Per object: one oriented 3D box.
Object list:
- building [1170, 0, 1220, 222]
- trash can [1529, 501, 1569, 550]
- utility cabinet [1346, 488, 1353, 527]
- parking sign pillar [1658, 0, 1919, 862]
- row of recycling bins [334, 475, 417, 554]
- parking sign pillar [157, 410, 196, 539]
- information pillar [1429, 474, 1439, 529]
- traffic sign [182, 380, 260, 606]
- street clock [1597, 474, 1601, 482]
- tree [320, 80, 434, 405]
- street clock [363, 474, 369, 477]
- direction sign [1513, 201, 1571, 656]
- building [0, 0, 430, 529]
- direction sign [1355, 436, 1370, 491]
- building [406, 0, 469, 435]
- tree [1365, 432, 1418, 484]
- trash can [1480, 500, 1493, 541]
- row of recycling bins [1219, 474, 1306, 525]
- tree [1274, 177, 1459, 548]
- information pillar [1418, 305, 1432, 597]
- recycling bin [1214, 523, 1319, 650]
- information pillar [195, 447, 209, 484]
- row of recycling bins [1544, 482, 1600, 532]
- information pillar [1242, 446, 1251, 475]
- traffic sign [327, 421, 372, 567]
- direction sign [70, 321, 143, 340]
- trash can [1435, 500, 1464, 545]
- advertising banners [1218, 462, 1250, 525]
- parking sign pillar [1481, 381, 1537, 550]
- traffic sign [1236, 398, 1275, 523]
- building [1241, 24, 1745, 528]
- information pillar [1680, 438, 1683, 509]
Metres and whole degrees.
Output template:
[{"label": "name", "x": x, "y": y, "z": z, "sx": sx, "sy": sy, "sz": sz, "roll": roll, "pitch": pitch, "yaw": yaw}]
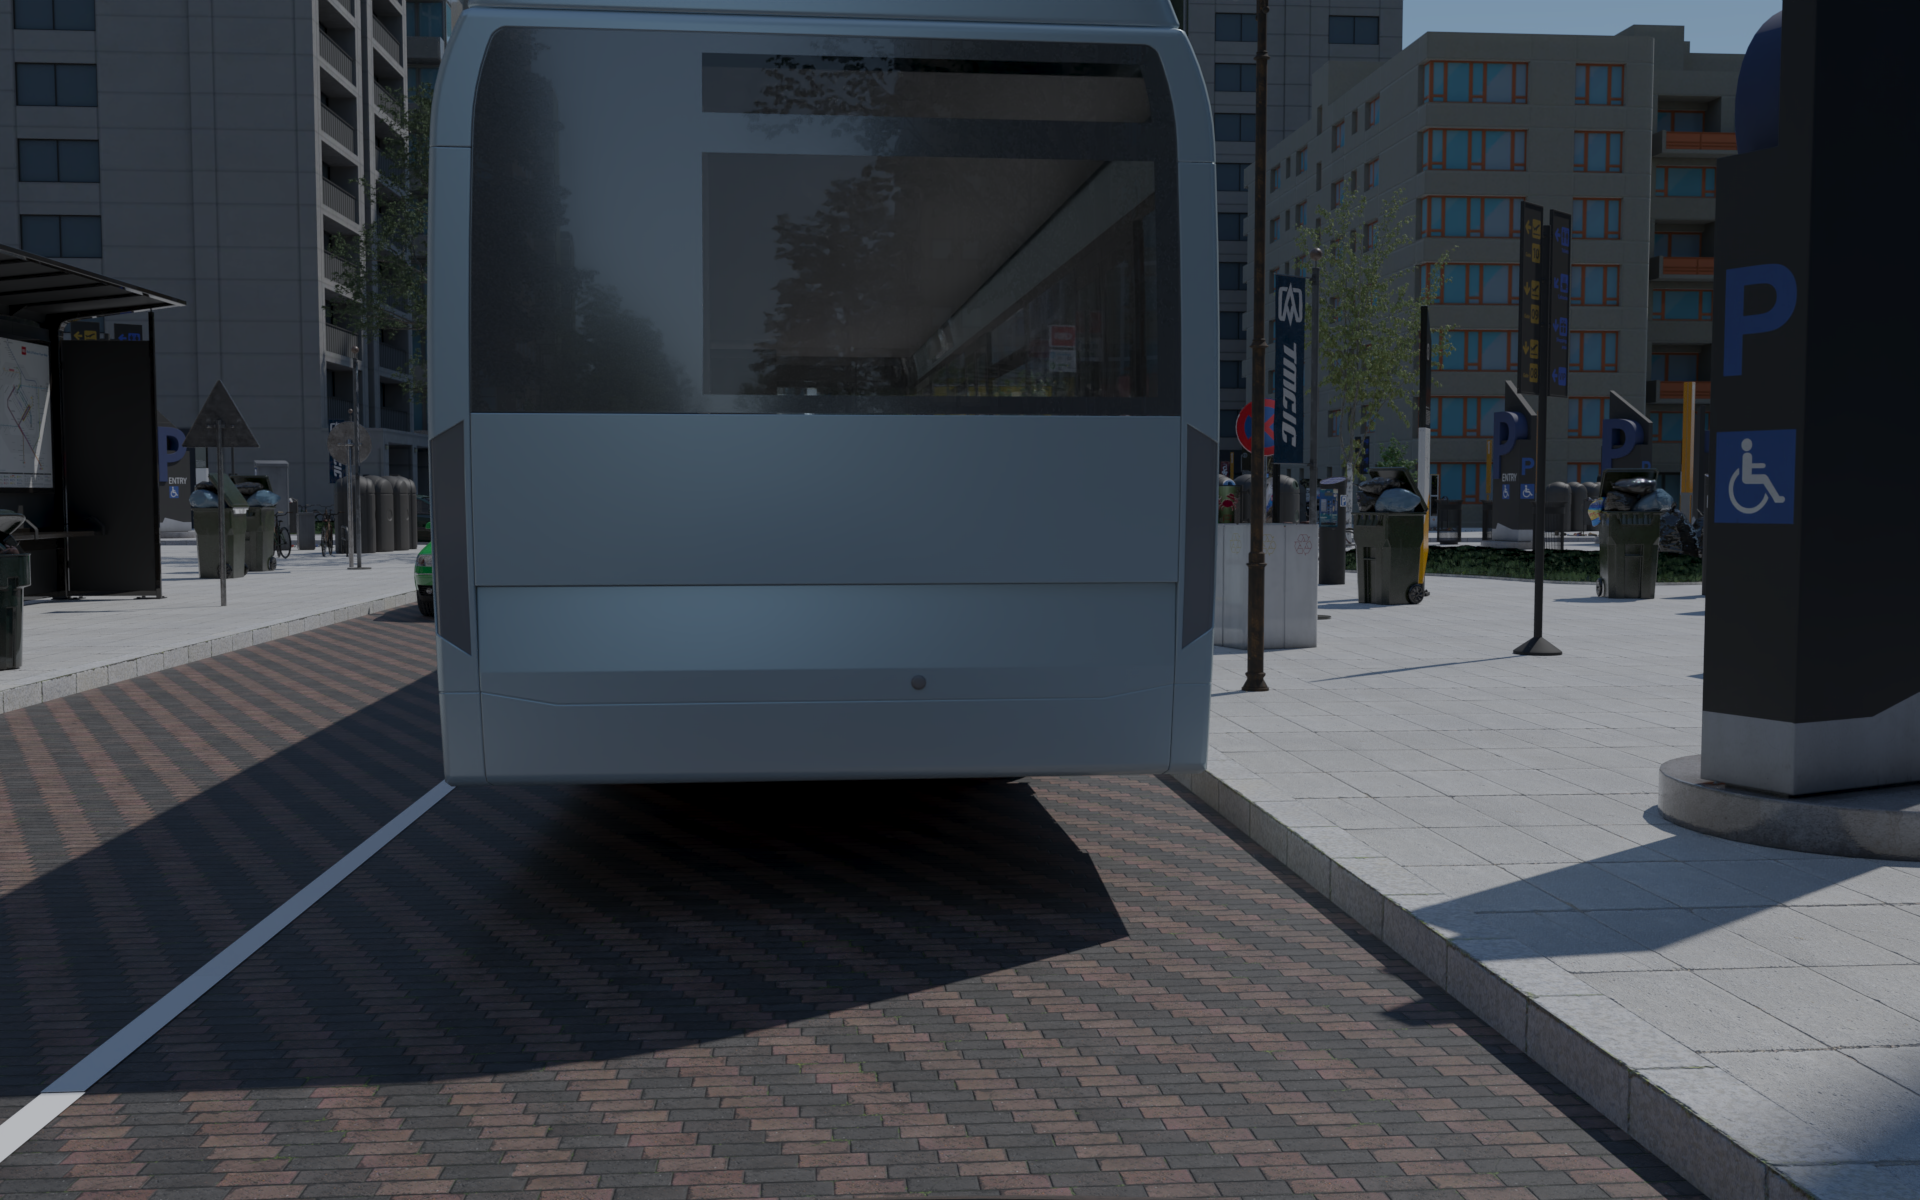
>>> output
[{"label": "building", "x": 13.450, "y": -40.754, "z": 104.579, "sx": 20.563, "sy": 71.187, "sz": 20.611, "roll": 0, "pitch": 4, "yaw": -5}, {"label": "trash can", "x": 11.798, "y": -1.411, "z": 34.725, "sx": 0.748, "sy": 1.137, "sz": 0.748, "roll": 0, "pitch": 3, "yaw": 0}, {"label": "utility cabinet", "x": 14.586, "y": -3.483, "z": 65.625, "sx": 0.318, "sy": 1.500, "sz": 1.173, "roll": 2, "pitch": 4, "yaw": 25}, {"label": "parking sign pillar", "x": 3.493, "y": -1.110, "z": 6.616, "sx": 1.447, "sy": 3.967, "sz": 1.447, "roll": -2, "pitch": 4, "yaw": -27}, {"label": "row of recycling bins", "x": -13.040, "y": -1.943, "z": 38.881, "sx": 1.069, "sy": 1.692, "sz": 3.534, "roll": 0, "pitch": 4, "yaw": 1}, {"label": "parking sign pillar", "x": -23.053, "y": -3.787, "z": 50.396, "sx": 1.447, "sy": 3.967, "sz": 1.447, "roll": 1, "pitch": 4, "yaw": 20}, {"label": "information pillar", "x": 17.641, "y": -3.665, "z": 64.421, "sx": 0.304, "sy": 2.012, "sz": 0.304, "roll": 1, "pitch": 4, "yaw": 18}, {"label": "traffic sign", "x": -8.431, "y": -1.208, "z": 19.758, "sx": 0.884, "sy": 2.594, "sz": 0.081, "roll": 0, "pitch": 4, "yaw": 0}, {"label": "street clock", "x": 23.574, "y": -3.611, "z": 63.614, "sx": 0.358, "sy": 2.002, "sz": 0.471, "roll": 3, "pitch": 5, "yaw": 43}, {"label": "tree", "x": -9.386, "y": -6.223, "z": 36.165, "sx": 8.767, "sy": 10.594, "sz": 7.601, "roll": 0, "pitch": 4, "yaw": -2}, {"label": "street clock", "x": -21.825, "y": -3.616, "z": 63.696, "sx": 0.358, "sy": 2.002, "sz": 0.471, "roll": -1, "pitch": 4, "yaw": -18}, {"label": "direction sign", "x": 4.634, "y": -1.333, "z": 13.789, "sx": 0.379, "sy": 3.537, "sz": 0.876, "roll": 3, "pitch": 5, "yaw": 42}, {"label": "building", "x": -32.366, "y": -38.729, "z": 71.472, "sx": 20.563, "sy": 71.187, "sz": 20.611, "roll": 0, "pitch": 4, "yaw": -5}, {"label": "direction sign", "x": 15.785, "y": -4.653, "z": 68.069, "sx": 0.379, "sy": 3.537, "sz": 0.876, "roll": -2, "pitch": 4, "yaw": -25}, {"label": "building", "x": -48.389, "y": -33.978, "z": 175.155, "sx": 30.456, "sy": 49.044, "sz": 23.786, "roll": 0, "pitch": 4, "yaw": -5}, {"label": "tree", "x": 13.306, "y": -3.617, "z": 53.733, "sx": 1.663, "sy": 3.219, "sz": 1.824, "roll": 0, "pitch": 3, "yaw": 0}, {"label": "trash can", "x": 13.300, "y": -1.921, "z": 43.062, "sx": 0.748, "sy": 1.137, "sz": 0.748, "roll": 0, "pitch": 3, "yaw": 0}, {"label": "row of recycling bins", "x": 5.706, "y": -1.783, "z": 36.269, "sx": 3.534, "sy": 1.692, "sz": 1.069, "roll": -3, "pitch": 4, "yaw": -37}, {"label": "tree", "x": 9.555, "y": -5.562, "z": 41.303, "sx": 4.737, "sy": 8.622, "sz": 4.395, "roll": 0, "pitch": 3, "yaw": 0}, {"label": "information pillar", "x": 5.842, "y": -1.862, "z": 21.805, "sx": 0.183, "sy": 3.616, "sz": 0.504, "roll": 1, "pitch": 4, "yaw": 22}, {"label": "recycling bin", "x": 2.536, "y": -0.127, "z": 14.637, "sx": 0.722, "sy": 1.027, "sz": 0.722, "roll": -2, "pitch": 4, "yaw": -23}, {"label": "information pillar", "x": -24.347, "y": -3.934, "z": 55.673, "sx": 0.504, "sy": 3.616, "sz": 0.183, "roll": 2, "pitch": 4, "yaw": 25}, {"label": "row of recycling bins", "x": 21.310, "y": -3.207, "z": 59.551, "sx": 3.534, "sy": 1.692, "sz": 1.069, "roll": -3, "pitch": 5, "yaw": -41}, {"label": "information pillar", "x": 13.117, "y": -5.380, "z": 79.316, "sx": 0.504, "sy": 3.616, "sz": 0.183, "roll": 1, "pitch": 4, "yaw": 8}, {"label": "traffic sign", "x": -10.706, "y": -1.852, "z": 30.392, "sx": 0.768, "sy": 2.556, "sz": 0.104, "roll": 0, "pitch": 4, "yaw": -4}, {"label": "direction sign", "x": -11.266, "y": -1.895, "z": 22.974, "sx": 0.876, "sy": 3.537, "sz": 0.379, "roll": -3, "pitch": 5, "yaw": -41}, {"label": "trash can", "x": 12.442, "y": -1.981, "z": 44.039, "sx": 0.748, "sy": 1.137, "sz": 0.748, "roll": 0, "pitch": 3, "yaw": 0}, {"label": "advertising banners", "x": 3.191, "y": -1.760, "z": 24.964, "sx": 2.074, "sy": 3.025, "sz": 0.090, "roll": 2, "pitch": 4, "yaw": 33}, {"label": "parking sign pillar", "x": 12.982, "y": -3.186, "z": 40.558, "sx": 1.447, "sy": 3.967, "sz": 1.447, "roll": -1, "pitch": 4, "yaw": -10}, {"label": "traffic sign", "x": 4.045, "y": -1.405, "z": 23.074, "sx": 0.768, "sy": 2.556, "sz": 0.104, "roll": 0, "pitch": 4, "yaw": 2}, {"label": "building", "x": 30.658, "y": -14.370, "z": 79.994, "sx": 28.899, "sy": 21.520, "sz": 27.650, "roll": 0, "pitch": 4, "yaw": -5}, {"label": "information pillar", "x": 26.569, "y": -4.420, "z": 63.630, "sx": 0.183, "sy": 3.616, "sz": 0.504, "roll": 1, "pitch": 4, "yaw": 11}]
